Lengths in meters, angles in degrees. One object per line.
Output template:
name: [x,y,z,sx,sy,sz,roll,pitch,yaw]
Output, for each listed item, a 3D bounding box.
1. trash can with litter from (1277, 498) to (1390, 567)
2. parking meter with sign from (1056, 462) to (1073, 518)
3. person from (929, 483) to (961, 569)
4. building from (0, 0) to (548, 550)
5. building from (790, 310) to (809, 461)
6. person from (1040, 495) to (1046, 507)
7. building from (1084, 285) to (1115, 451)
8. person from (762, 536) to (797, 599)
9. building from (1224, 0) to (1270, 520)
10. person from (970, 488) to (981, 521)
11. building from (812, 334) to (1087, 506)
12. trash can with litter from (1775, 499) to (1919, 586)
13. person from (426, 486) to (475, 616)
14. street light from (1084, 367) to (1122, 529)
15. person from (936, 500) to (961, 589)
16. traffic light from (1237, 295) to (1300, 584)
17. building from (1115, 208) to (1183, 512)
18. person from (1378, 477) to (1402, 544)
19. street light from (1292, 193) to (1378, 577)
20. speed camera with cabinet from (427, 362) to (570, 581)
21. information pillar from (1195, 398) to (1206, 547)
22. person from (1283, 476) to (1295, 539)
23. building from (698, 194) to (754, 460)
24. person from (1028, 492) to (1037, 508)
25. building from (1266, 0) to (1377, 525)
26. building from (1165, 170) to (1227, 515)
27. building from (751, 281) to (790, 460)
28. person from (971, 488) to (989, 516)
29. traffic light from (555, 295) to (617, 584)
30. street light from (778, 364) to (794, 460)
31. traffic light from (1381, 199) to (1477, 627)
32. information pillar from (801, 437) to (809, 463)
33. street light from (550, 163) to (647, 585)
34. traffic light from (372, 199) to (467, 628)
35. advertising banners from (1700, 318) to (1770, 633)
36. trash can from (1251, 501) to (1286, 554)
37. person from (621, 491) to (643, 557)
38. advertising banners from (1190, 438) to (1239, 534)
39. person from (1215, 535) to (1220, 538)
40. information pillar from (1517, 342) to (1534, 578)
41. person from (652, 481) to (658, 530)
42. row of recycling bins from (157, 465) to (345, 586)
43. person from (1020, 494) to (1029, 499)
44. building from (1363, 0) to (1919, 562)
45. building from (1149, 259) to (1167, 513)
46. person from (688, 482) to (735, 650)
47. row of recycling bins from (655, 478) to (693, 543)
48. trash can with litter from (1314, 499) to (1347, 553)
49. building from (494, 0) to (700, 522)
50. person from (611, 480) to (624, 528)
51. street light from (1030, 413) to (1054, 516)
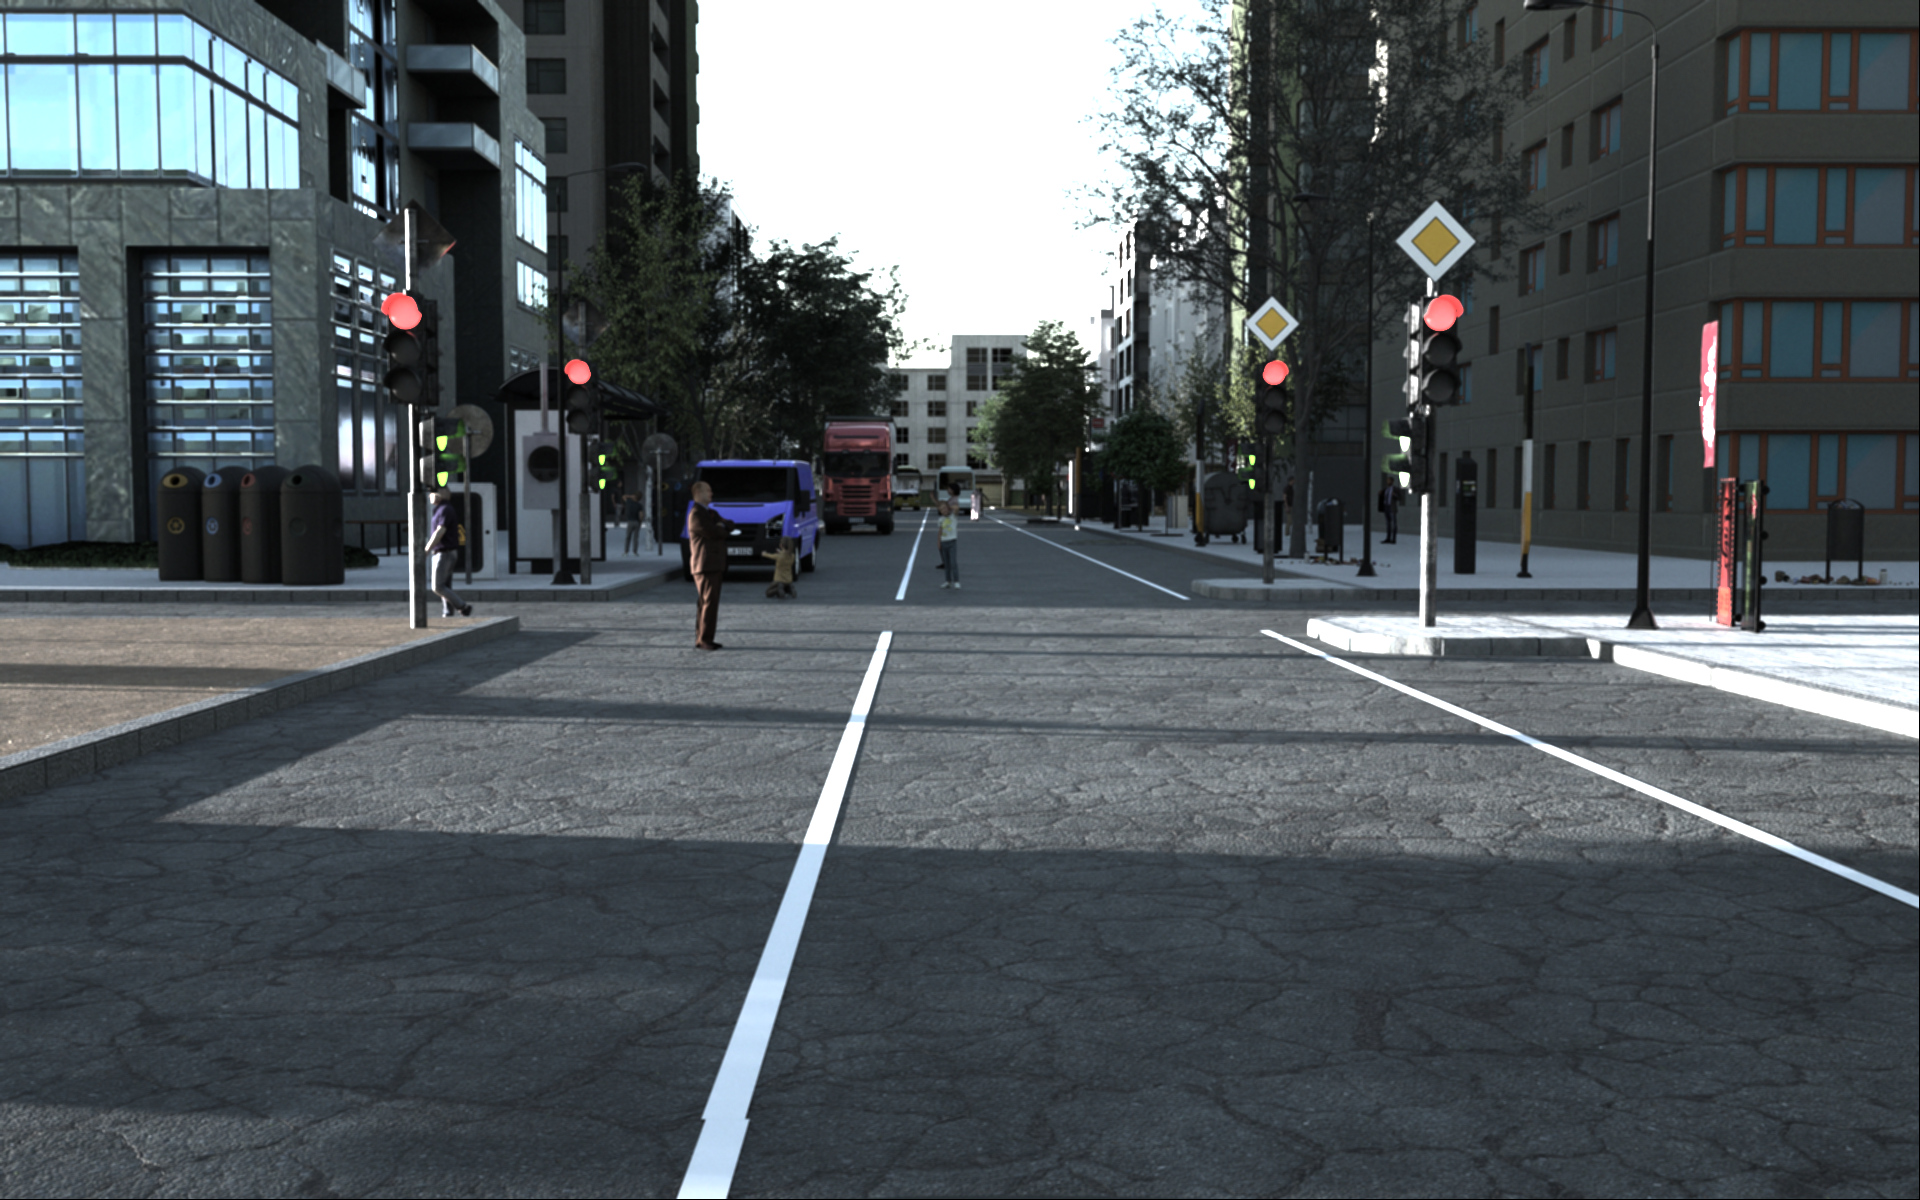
trash can with litter: [6.925,-1.249,31.473,1.678,1.210,2.233,-1,4,-21]
parking meter with sign: [6.087,-5.928,93.176,1.738,3.016,0.543,-1,4,-10]
person: [-0.292,-1.419,33.153,0.566,1.644,0.517,3,4,36]
building: [-24.954,-45.070,49.573,22.319,86.520,31.000,0,4,-1]
building: [-34.375,-22.107,205.417,32.646,21.610,27.936,0,4,-1]
person: [8.549,-10.331,175.508,0.990,1.755,0.434,2,4,27]
building: [19.872,-18.719,162.482,16.016,20.091,11.380,0,4,-1]
person: [-2.505,-0.463,23.988,0.347,0.859,0.695,-2,4,-32]
building: [21.165,-19.648,92.941,14.160,30.474,14.107,0,4,-1]
person: [0.842,-5.010,91.079,0.551,1.740,0.621,-1,4,-17]
building: [-1.077,-20.389,199.812,31.486,18.905,16.747,0,4,-1]
trash can with litter: [12.516,-0.857,25.068,1.678,1.210,2.233,-2,4,-28]
person: [-5.493,-0.480,18.555,0.471,1.553,0.569,2,4,24]
street light: [5.239,-5.554,63.345,1.470,5.913,1.316,0,4,-1]
person: [-0.163,-0.854,26.370,0.435,1.345,0.340,1,4,20]
traffic light: [4.396,-2.187,24.676,0.839,4.253,0.868,0,4,-1]
building: [26.223,-18.140,140.558,27.936,21.610,32.646,0,4,-1]
person: [11.064,-2.314,44.696,0.431,1.722,0.655,-2,4,-27]
street light: [5.823,-3.326,26.919,1.470,5.913,1.316,0,4,-1]
speed camera with cabinet: [-6.874,-1.924,25.786,2.038,3.252,0.660,-1,4,-15]
information pillar: [5.862,-3.112,42.234,0.183,3.616,0.504,1,4,21]
person: [9.547,-2.682,50.027,0.434,1.807,0.598,3,5,39]
building: [-29.443,-16.624,115.772,27.936,21.610,32.646,0,4,-1]
person: [6.463,-9.215,156.335,1.348,1.869,0.705,0,4,-3]
building: [21.039,-24.142,78.321,14.154,41.232,14.086,0,4,-1]
building: [21.698,-15.338,107.200,16.016,20.091,11.380,0,4,-1]
building: [-21.705,-18.570,160.042,11.380,20.091,16.016,0,4,-1]
person: [1.314,-6.345,112.250,1.348,1.824,0.705,-2,4,-30]
traffic light: [-5.303,-2.177,24.512,0.839,4.253,0.868,0,4,-1]
street light: [-5.792,-5.400,60.827,1.470,5.913,1.316,0,4,-1]
traffic light: [4.519,-1.699,16.692,0.839,4.253,0.868,0,4,-1]
information pillar: [-6.301,-4.846,70.592,0.183,3.616,0.504,2,4,25]
street light: [-5.093,-3.175,24.460,1.470,5.913,1.316,0,4,-1]
traffic light: [-5.181,-1.688,16.528,0.839,4.253,0.868,0,4,-1]
advertising banners: [7.477,-1.261,16.802,0.090,3.025,2.074,0,4,8]
trash can: [6.633,-1.567,37.278,0.748,1.137,0.748,0,3,0]
person: [-6.735,-1.568,35.590,0.435,1.345,0.340,-1,4,-16]
advertising banners: [8.093,-3.603,55.100,0.090,3.025,2.074,-3,4,-37]
person: [7.405,-2.698,50.687,0.617,1.759,0.750,1,4,12]
information pillar: [8.691,-2.152,26.534,0.183,3.616,0.504,1,4,11]
person: [-10.703,-3.332,61.226,0.504,1.737,0.576,3,5,43]
row of recycling bins: [-10.349,-1.109,25.246,3.534,1.692,1.069,2,4,29]
person: [6.769,-10.545,180.843,0.705,1.831,1.348,3,5,41]
building: [28.729,-12.305,46.230,28.899,21.520,27.650,0,4,-1]
building: [21.186,-16.033,118.553,16.016,20.091,11.380,0,4,-1]
person: [-2.308,-0.325,16.090,0.388,1.546,0.482,1,4,15]
row of recycling bins: [-6.844,-2.307,44.830,1.069,1.692,3.534,-2,4,-35]
trash can with litter: [8.118,-1.627,37.993,0.624,1.170,1.055,1,4,19]
building: [-20.200,-18.970,81.857,14.160,30.474,14.107,0,4,-1]
person: [-12.765,-3.582,64.739,0.434,1.807,0.598,2,4,32]
street light: [4.711,-7.767,99.538,1.470,5.913,1.316,0,4,-1]
